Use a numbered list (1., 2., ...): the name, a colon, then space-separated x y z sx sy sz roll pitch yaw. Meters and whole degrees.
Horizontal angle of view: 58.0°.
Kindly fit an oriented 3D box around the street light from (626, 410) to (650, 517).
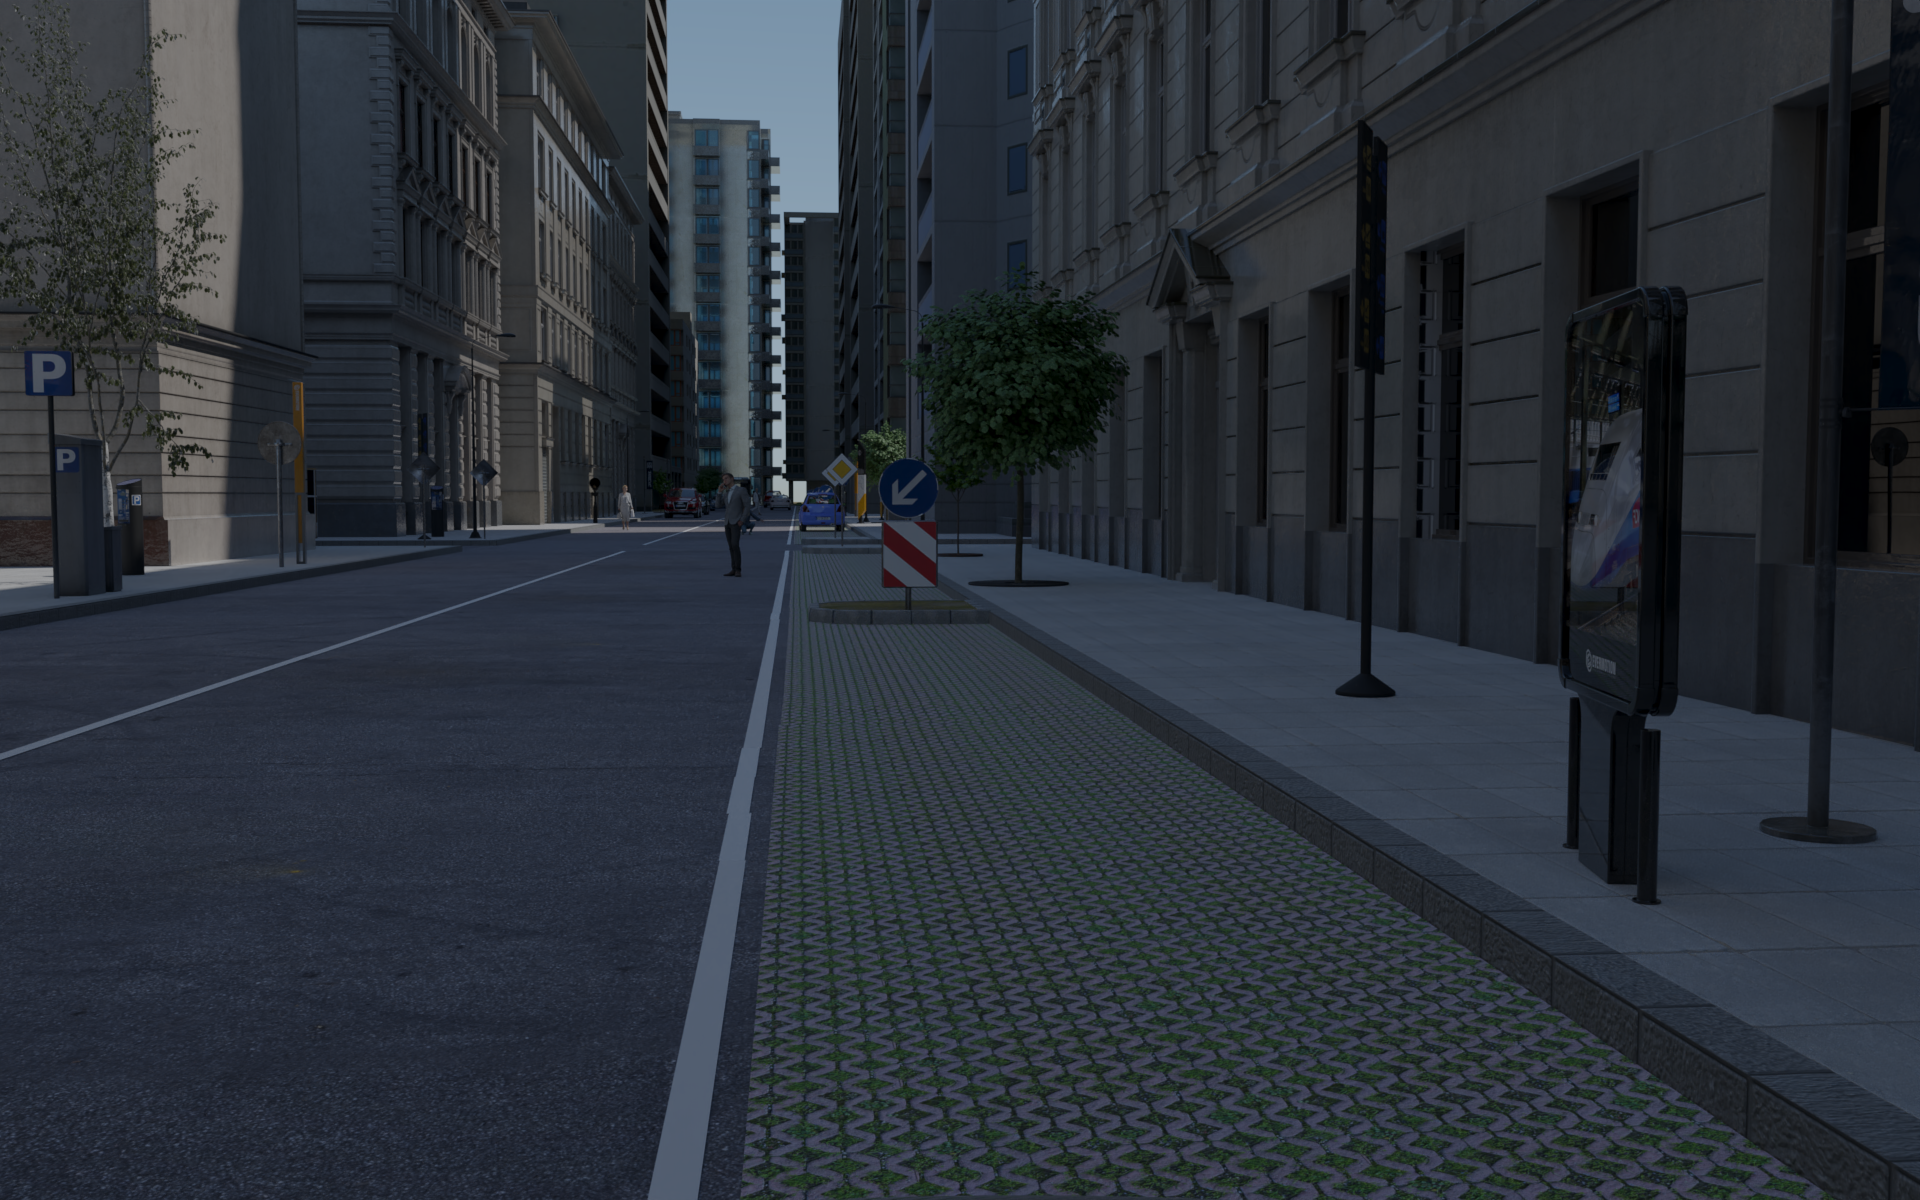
1. street light: -17.862 -7.545 95.909 1.470 5.913 1.316 0 4 -5

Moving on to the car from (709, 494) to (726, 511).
1. car: -20.279 -8.264 147.123 2.014 1.417 4.499 0 4 -4

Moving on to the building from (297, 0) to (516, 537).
1. building: -22.387 -14.111 59.587 11.050 23.489 19.941 0 4 -5

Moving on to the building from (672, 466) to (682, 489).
1. building: -35.656 -43.768 153.857 20.563 71.187 20.611 0 4 -5

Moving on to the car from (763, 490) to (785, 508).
1. car: -19.554 -10.584 181.723 2.281 1.827 5.304 0 4 -5

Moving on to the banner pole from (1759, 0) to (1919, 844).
1. banner pole: 3.410 -0.994 6.272 0.863 3.779 0.401 3 5 42

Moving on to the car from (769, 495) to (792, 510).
1. car: -15.984 -8.682 154.309 2.083 1.381 4.827 0 4 -5

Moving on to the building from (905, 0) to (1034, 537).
1. building: 12.703 -31.671 59.827 28.212 58.520 21.231 0 4 -5

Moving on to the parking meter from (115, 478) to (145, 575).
1. parking meter: -13.135 -1.163 27.421 0.372 1.533 0.369 0 3 0

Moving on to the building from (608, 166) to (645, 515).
1. building: -26.265 -17.160 109.441 11.050 23.489 19.941 0 4 -5

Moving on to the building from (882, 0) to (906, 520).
1. building: 2.889 -19.502 90.559 14.160 30.474 14.107 0 4 -5

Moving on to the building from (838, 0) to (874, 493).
1. building: -0.317 -32.814 160.205 21.300 48.544 21.600 0 4 -5

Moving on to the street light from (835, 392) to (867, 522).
1. street light: -4.852 -6.531 79.328 1.470 5.913 1.316 0 4 -5

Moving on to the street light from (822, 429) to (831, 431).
1. street light: -9.186 -9.299 124.578 1.470 5.913 1.316 0 4 -5

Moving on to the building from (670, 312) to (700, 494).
1. building: -43.013 -20.705 183.566 28.899 21.520 27.650 0 4 -5

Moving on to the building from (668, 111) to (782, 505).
1. building: -37.932 -36.663 219.043 30.456 49.044 23.786 0 4 -5

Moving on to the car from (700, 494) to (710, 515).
1. car: -18.174 -6.681 119.013 2.009 1.686 4.222 0 4 -5

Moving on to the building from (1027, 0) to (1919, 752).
1. building: 11.561 -14.905 20.108 17.030 29.872 44.131 0 4 -5

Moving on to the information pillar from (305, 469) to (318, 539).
1. information pillar: -18.725 -2.781 49.969 0.304 2.012 0.304 -1 4 -12

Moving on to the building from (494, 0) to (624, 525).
1. building: -25.907 -15.355 84.338 16.112 22.955 30.059 0 4 -5

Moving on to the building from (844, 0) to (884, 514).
1. building: 2.669 -41.374 114.718 20.563 71.187 20.611 0 4 -5

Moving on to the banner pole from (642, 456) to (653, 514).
1. banner pole: -20.523 -7.569 113.767 0.863 3.779 0.401 1 4 17

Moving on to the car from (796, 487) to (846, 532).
1. car: -5.356 -3.504 66.877 1.945 1.707 3.694 0 4 -7

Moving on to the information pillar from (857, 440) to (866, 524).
1. information pillar: -4.251 -5.108 74.871 0.183 3.616 0.504 -3 5 -40

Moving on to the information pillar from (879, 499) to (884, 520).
1. information pillar: -3.842 -5.755 85.448 0.183 3.616 0.504 1 4 13

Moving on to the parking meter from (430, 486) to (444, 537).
1. parking meter: -15.633 -2.654 51.803 0.372 1.533 0.369 0 3 0

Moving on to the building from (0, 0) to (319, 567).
1. building: -23.523 -10.361 34.030 19.286 19.102 10.561 0 4 -5

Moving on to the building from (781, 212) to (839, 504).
1. building: -11.137 -32.623 225.260 23.993 40.220 32.217 0 4 -5

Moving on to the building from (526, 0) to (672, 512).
1. building: -33.971 -31.182 133.524 21.300 48.544 21.600 0 4 -5

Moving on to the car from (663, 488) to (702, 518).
1. car: -16.614 -5.830 103.985 2.281 1.827 5.304 0 4 -6

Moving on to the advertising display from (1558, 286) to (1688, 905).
1. advertising display: 2.196 -0.036 5.807 0.123 1.923 0.974 0 4 5

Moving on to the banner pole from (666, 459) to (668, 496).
1. banner pole: -20.739 -8.112 122.640 0.401 3.779 0.863 0 4 -5
